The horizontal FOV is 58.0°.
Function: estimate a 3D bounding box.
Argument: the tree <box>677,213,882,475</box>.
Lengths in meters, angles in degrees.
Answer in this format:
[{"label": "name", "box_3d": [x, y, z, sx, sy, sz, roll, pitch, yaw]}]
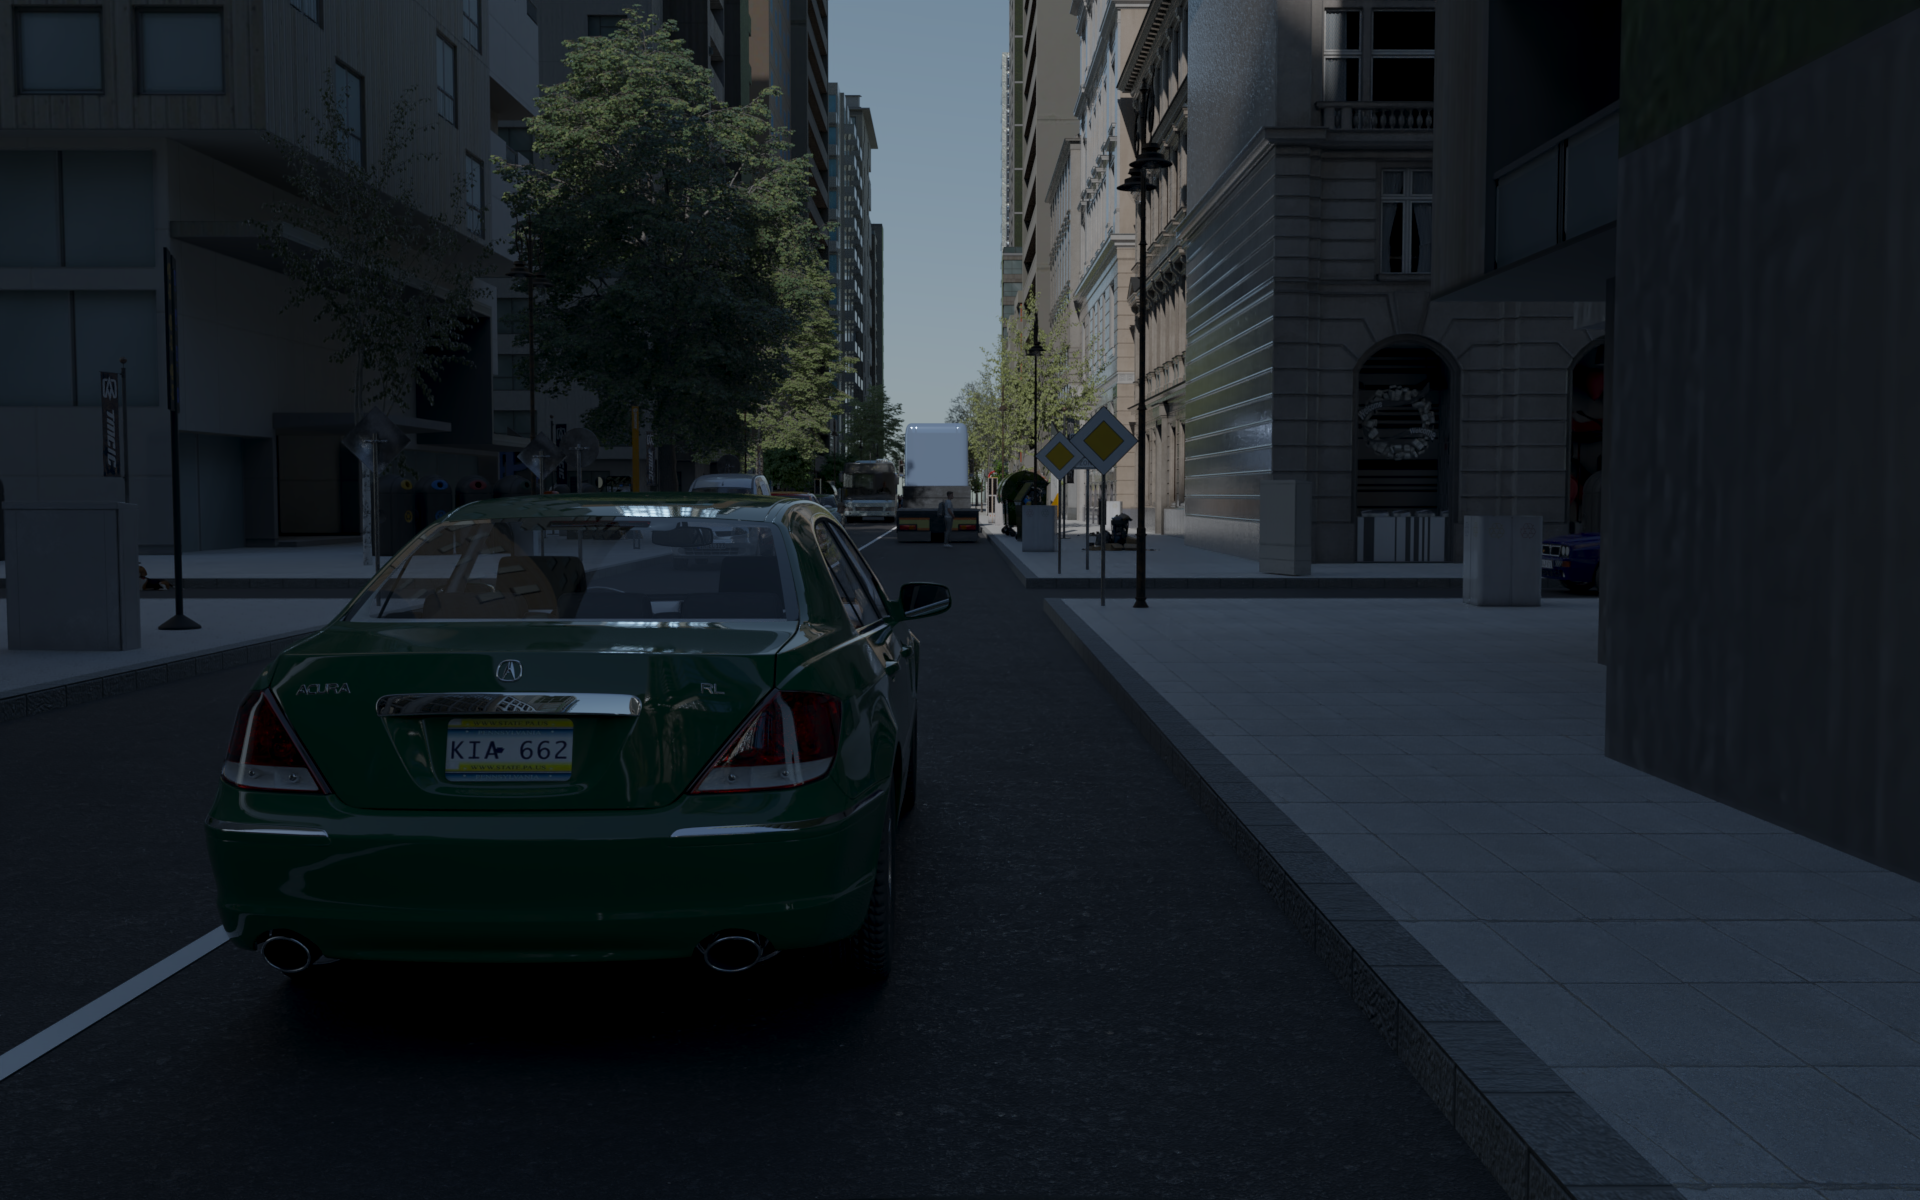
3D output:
[{"label": "tree", "box_3d": [-7.727, -9.271, 69.711, 7.486, 12.596, 7.792, 0, 3, 0]}]

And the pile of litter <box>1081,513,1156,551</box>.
[{"label": "pile of litter", "box_3d": [3.668, -1.557, 39.428, 1.719, 0.858, 1.176, 1, 4, 23]}]

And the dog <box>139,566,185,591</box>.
[{"label": "dog", "box_3d": [-11.958, -0.336, 25.691, 0.748, 0.427, 0.550, 0, 4, -4]}]

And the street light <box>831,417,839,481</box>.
[{"label": "street light", "box_3d": [-7.560, -8.055, 104.487, 0.468, 5.910, 1.993, 0, 4, 0]}]

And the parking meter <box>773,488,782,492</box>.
[{"label": "parking meter", "box_3d": [-7.772, -3.999, 73.797, 0.372, 1.533, 0.369, 0, 3, 0]}]

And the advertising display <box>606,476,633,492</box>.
[{"label": "advertising display", "box_3d": [-11.987, -3.411, 60.981, 0.974, 1.923, 0.123, 1, 4, 15]}]

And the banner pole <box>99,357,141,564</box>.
[{"label": "banner pole", "box_3d": [-15.298, -2.535, 31.457, 0.401, 3.779, 0.863, 1, 4, 11]}]

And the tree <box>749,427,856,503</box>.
[{"label": "tree", "box_3d": [-7.875, -5.775, 78.129, 4.285, 4.588, 4.351, 0, 3, 0]}]

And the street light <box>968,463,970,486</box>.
[{"label": "street light", "box_3d": [1.272, -12.619, 179.100, 0.468, 5.910, 1.993, 0, 4, 0]}]

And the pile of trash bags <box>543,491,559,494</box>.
[{"label": "pile of trash bags", "box_3d": [-10.765, -2.452, 49.844, 3.447, 1.369, 1.912, 2, 4, 32]}]

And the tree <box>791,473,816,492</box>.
[{"label": "tree", "box_3d": [-7.853, -5.596, 86.098, 1.663, 3.219, 1.824, 0, 3, 0]}]

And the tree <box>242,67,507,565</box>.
[{"label": "tree", "box_3d": [-10.422, -4.929, 30.958, 4.360, 8.622, 3.978, 0, 3, 0]}]

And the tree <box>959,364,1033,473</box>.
[{"label": "tree", "box_3d": [2.065, -9.062, 98.524, 4.360, 8.622, 3.978, 0, 3, 0]}]

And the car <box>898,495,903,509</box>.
[{"label": "car", "box_3d": [-5.205, -9.663, 169.996, 2.014, 1.417, 4.499, 0, 4, 0]}]

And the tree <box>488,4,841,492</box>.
[{"label": "tree", "box_3d": [-7.754, -8.519, 45.935, 9.857, 13.997, 8.962, 0, 3, 0]}]

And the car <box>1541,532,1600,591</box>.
[{"label": "car", "box_3d": [10.378, -0.758, 24.975, 3.894, 1.354, 1.945, 0, 3, 0]}]

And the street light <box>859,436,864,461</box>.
[{"label": "street light", "box_3d": [-7.656, -9.866, 134.097, 0.468, 5.910, 1.993, 0, 4, 0]}]

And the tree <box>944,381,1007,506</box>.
[{"label": "tree", "box_3d": [1.721, -16.940, 187.344, 12.009, 13.543, 11.850, 0, 3, 0]}]

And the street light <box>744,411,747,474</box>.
[{"label": "street light", "box_3d": [-7.272, -5.252, 58.660, 0.468, 5.910, 1.993, 0, 4, 0]}]

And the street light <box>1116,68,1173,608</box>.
[{"label": "street light", "box_3d": [2.043, -2.851, 19.400, 0.468, 5.910, 1.993, 0, 4, 0]}]

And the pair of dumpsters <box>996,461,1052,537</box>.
[{"label": "pair of dumpsters", "box_3d": [1.974, -3.130, 53.676, 1.574, 2.255, 4.437, 0, 4, 0]}]

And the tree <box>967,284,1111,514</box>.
[{"label": "tree", "box_3d": [3.172, -6.807, 61.654, 4.737, 8.622, 4.395, 0, 3, 0]}]

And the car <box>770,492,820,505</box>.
[{"label": "car", "box_3d": [-3.983, -1.833, 39.018, 2.155, 1.783, 4.494, 0, 4, 1]}]

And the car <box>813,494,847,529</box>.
[{"label": "car", "box_3d": [-5.016, -2.996, 60.784, 2.131, 1.459, 4.920, 0, 4, -1]}]

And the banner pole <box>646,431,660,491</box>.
[{"label": "banner pole", "box_3d": [-10.774, -4.340, 60.980, 0.401, 3.779, 0.863, 2, 4, 32]}]

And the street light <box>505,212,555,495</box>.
[{"label": "street light", "box_3d": [-7.106, -3.424, 28.771, 0.468, 5.910, 1.993, 0, 4, 0]}]

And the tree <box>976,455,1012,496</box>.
[{"label": "tree", "box_3d": [1.950, -5.488, 84.333, 1.663, 3.219, 1.824, 0, 3, 0]}]

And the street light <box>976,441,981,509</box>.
[{"label": "street light", "box_3d": [1.530, -9.035, 120.514, 0.468, 5.910, 1.993, 0, 4, 0]}]

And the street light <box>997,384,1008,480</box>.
[{"label": "street light", "box_3d": [1.805, -6.119, 72.836, 0.468, 5.910, 1.993, 0, 4, 0]}]

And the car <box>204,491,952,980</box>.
[{"label": "car", "box_3d": [-1.098, 0.322, 6.540, 2.131, 1.459, 4.920, 0, 3, 0]}]

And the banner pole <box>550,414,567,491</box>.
[{"label": "banner pole", "box_3d": [-12.636, -3.940, 54.433, 0.863, 3.779, 0.401, 2, 4, 32]}]

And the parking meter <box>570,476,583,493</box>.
[{"label": "parking meter", "box_3d": [-12.742, -3.158, 57.345, 0.255, 1.863, 0.399, 0, 4, -1]}]

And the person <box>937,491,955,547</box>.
[{"label": "person", "box_3d": [-0.322, -2.189, 46.892, 0.503, 1.515, 0.523, 3, 5, 42]}]

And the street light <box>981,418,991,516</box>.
[{"label": "street light", "box_3d": [1.661, -7.911, 102.128, 0.468, 5.910, 1.993, 0, 4, 0]}]

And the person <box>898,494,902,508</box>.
[{"label": "person", "box_3d": [-5.508, -8.863, 156.597, 0.628, 1.438, 0.799, -1, 4, -22]}]

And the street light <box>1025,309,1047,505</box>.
[{"label": "street light", "box_3d": [1.898, -4.325, 43.495, 0.468, 5.910, 1.993, 0, 4, 0]}]

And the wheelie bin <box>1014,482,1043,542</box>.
[{"label": "wheelie bin", "box_3d": [1.859, -2.380, 46.826, 0.693, 1.594, 0.980, -1, 4, -15]}]

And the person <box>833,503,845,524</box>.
[{"label": "person", "box_3d": [-2.611, -1.457, 37.002, 0.352, 1.250, 0.332, 0, 4, 7]}]

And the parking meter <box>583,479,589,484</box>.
[{"label": "parking meter", "box_3d": [-14.514, -3.733, 66.749, 0.399, 1.863, 0.255, -1, 4, -16]}]

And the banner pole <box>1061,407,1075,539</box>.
[{"label": "banner pole", "box_3d": [3.119, -3.671, 50.043, 0.401, 3.779, 0.863, 2, 4, 30]}]

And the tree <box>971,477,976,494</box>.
[{"label": "tree", "box_3d": [1.307, -9.194, 144.928, 1.663, 3.219, 1.824, 0, 3, 0]}]

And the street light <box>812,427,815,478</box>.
[{"label": "street light", "box_3d": [-7.442, -7.084, 88.610, 0.468, 5.910, 1.993, 0, 4, 0]}]

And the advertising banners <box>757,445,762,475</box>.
[{"label": "advertising banners", "box_3d": [-7.313, -3.987, 61.382, 0.090, 3.025, 2.074, 1, 4, 10]}]

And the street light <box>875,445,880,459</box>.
[{"label": "street light", "box_3d": [-7.804, -11.687, 163.876, 0.468, 5.910, 1.993, 0, 4, 0]}]

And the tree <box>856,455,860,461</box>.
[{"label": "tree", "box_3d": [-8.031, -8.159, 117.107, 4.285, 4.588, 4.351, 0, 3, 0]}]

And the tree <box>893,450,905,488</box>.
[{"label": "tree", "box_3d": [-8.251, -18.791, 257.598, 4.737, 8.622, 4.395, 0, 3, 0]}]

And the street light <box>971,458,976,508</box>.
[{"label": "street light", "box_3d": [1.373, -10.827, 149.807, 0.468, 5.910, 1.993, 0, 4, 0]}]

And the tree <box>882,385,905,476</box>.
[{"label": "tree", "box_3d": [-8.776, -15.916, 178.355, 7.486, 12.596, 7.792, 0, 3, 0]}]

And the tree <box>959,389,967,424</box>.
[{"label": "tree", "box_3d": [2.391, -7.870, 79.035, 4.737, 8.622, 4.395, 0, 3, 0]}]
